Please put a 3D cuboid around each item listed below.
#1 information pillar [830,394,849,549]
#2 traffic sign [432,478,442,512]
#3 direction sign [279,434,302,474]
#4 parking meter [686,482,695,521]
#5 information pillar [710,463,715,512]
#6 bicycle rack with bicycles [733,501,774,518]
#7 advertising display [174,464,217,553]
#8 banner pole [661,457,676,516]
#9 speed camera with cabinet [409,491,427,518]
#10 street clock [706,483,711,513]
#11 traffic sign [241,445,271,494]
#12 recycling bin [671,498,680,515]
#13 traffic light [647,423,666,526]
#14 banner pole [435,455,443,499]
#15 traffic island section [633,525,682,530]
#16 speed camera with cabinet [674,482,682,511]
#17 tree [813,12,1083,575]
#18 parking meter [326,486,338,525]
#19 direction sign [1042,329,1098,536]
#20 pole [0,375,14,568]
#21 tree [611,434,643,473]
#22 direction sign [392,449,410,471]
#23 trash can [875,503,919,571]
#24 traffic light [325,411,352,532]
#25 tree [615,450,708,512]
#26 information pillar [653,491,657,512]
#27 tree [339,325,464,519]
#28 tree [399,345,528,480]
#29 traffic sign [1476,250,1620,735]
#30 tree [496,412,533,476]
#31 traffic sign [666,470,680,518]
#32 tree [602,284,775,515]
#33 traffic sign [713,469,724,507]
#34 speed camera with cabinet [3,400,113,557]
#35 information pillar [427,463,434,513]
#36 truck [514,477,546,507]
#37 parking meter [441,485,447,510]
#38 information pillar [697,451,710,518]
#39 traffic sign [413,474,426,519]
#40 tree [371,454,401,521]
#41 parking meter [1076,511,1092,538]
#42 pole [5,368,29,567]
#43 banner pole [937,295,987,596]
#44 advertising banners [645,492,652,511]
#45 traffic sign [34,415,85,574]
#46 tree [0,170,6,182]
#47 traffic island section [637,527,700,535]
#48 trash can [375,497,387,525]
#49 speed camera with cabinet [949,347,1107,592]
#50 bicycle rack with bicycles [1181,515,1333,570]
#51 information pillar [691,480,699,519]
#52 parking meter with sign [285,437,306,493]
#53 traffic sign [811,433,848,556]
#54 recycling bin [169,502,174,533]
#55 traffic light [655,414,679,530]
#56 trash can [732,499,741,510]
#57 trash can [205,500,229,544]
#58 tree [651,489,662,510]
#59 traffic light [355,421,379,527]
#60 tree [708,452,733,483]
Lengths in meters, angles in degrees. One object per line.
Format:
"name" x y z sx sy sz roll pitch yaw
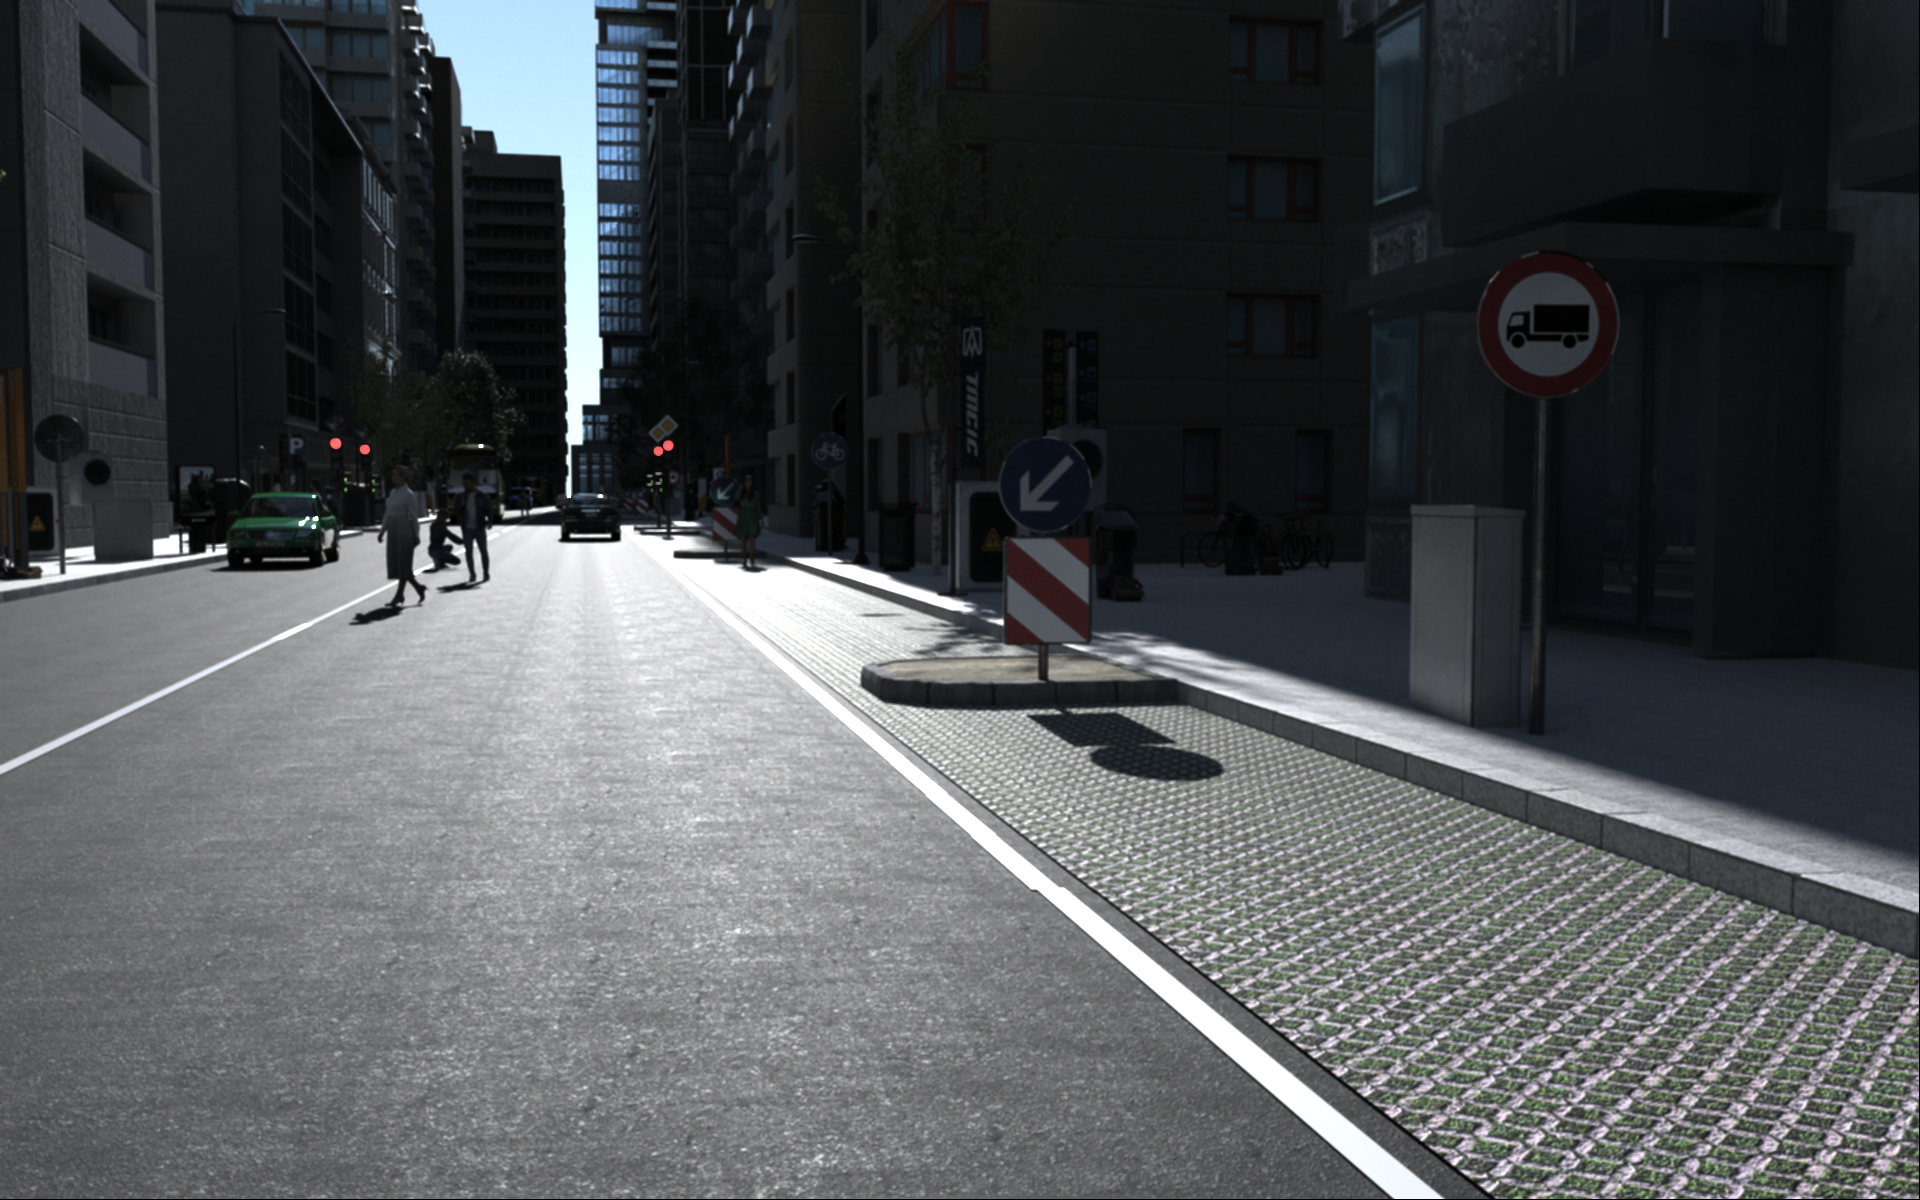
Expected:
"information pillar" -2.827 -2.997 40.348 0.183 3.616 0.504 3 4 36
"traffic sign" -32.456 -6.444 107.485 0.606 2.300 0.079 0 4 -4
"direction sign" -25.393 -4.511 65.757 0.876 3.537 0.379 0 4 3
"parking meter" -12.965 -4.743 83.264 0.399 1.863 0.255 -2 4 -23
"information pillar" -17.974 -8.191 125.274 0.504 3.616 0.183 -3 4 -36
"bicycle rack with bicycles" -10.865 -4.530 87.450 2.925 0.926 2.852 3 4 36
"advertising display" -16.664 -1.993 37.793 0.123 1.923 0.974 2 4 27
"banner pole" -17.059 -6.828 101.658 0.863 3.779 0.401 0 4 7
"speed camera with cabinet" -30.270 -6.140 94.723 2.038 3.252 0.660 -1 4 -9
"street clock" -17.039 -6.884 117.130 0.358 2.002 0.471 3 5 45
"traffic sign" -18.410 -2.765 45.314 0.768 2.556 0.104 0 4 -4
"recycling bin" -17.900 -5.826 107.806 0.722 1.027 0.722 2 4 28
"traffic light" -11.997 -4.885 68.787 0.839 4.253 0.868 -1 4 -12
"banner pole" -33.166 -7.357 110.302 0.401 3.779 0.863 1 4 23
"traffic island section" -11.956 -2.852 68.910 2.009 0.180 2.903 -1 4 -12
"speed camera with cabinet" -21.389 -8.381 131.363 0.660 3.252 2.038 0 4 -7
"tree" -0.320 -4.684 26.943 4.737 8.622 4.395 0 3 0
"parking meter" -20.925 -3.016 57.717 0.372 1.533 0.369 0 3 0
"direction sign" 1.532 -1.960 24.045 0.876 3.537 0.379 -2 4 -27
"pole" -16.406 -2.189 29.632 0.158 3.312 0.155 0 3 0
"tree" -40.081 -15.807 208.800 4.360 8.622 3.978 0 3 0
"direction sign" -28.028 -5.801 86.851 0.876 3.537 0.379 0 4 1
"trash can" -1.052 -1.055 28.906 0.748 1.137 0.748 0 3 0
"traffic light" -21.050 -4.264 58.630 0.839 4.253 0.868 -1 4 -12
"tree" -20.266 -8.136 116.734 4.285 4.588 4.351 0 3 0
"information pillar" -21.355 -7.960 121.498 0.183 3.616 0.504 3 4 37
"tree" -25.201 -7.690 76.095 4.737 8.622 4.395 0 3 0
"tree" -38.273 -13.247 133.598 9.611 12.733 9.660 0 3 0
"traffic sign" 3.080 -0.555 9.177 0.768 2.556 0.104 0 4 -4
"tree" -56.914 -17.712 215.353 9.928 11.665 9.643 0 3 0
"traffic sign" -15.116 -5.581 91.359 0.768 2.556 0.104 0 4 -3
"tree" -11.183 -8.761 77.649 7.601 10.594 8.767 0 4 1
"traffic sign" -9.457 -4.061 68.527 0.606 2.300 0.079 0 4 -8
"speed camera with cabinet" -18.688 -2.541 35.873 0.660 3.252 2.038 3 4 38
"information pillar" -36.437 -7.823 119.267 0.504 3.616 0.183 -2 4 -27
"truck" -48.046 -12.125 194.160 3.469 3.379 9.791 -1 4 -12
"parking meter" -32.359 -6.294 108.621 0.255 1.863 0.399 1 4 14
"information pillar" -13.977 -6.262 93.745 0.504 3.616 0.183 1 4 18
"traffic sign" -28.073 -5.374 89.996 0.606 2.300 0.079 -1 4 -12
"tree" -27.287 -5.375 82.486 1.663 3.219 1.824 0 3 0
"parking meter" 2.110 -1.453 29.465 0.255 1.863 0.399 0 4 4
"pole" -15.324 -2.100 28.182 0.158 3.312 0.155 0 3 0
"banner pole" 0.054 -1.936 21.667 0.401 3.779 0.863 -3 5 -39
"advertising banners" -24.112 -8.481 134.849 0.090 3.025 2.074 -2 4 -34
"traffic sign" -14.420 -1.691 27.762 0.768 2.556 0.104 0 4 -8
"tree" -13.153 -4.266 20.118 4.360 8.622 3.978 0 3 0
"traffic island section" -10.253 -2.375 61.108 2.009 0.180 2.903 -1 4 -12
"trash can" -24.460 -3.740 72.799 0.748 1.137 0.748 0 3 0
"speed camera with cabinet" 0.905 -1.758 23.085 2.038 3.252 0.660 -1 4 -15
"bicycle rack with bicycles" 5.296 -1.013 29.946 2.925 0.926 2.852 -2 4 -29
"information pillar" -13.400 -5.083 87.606 0.304 2.012 0.304 -2 4 -25
"parking meter with sign" -20.637 -3.513 53.699 0.543 3.016 1.738 -2 4 -26
"traffic sign" -2.701 -2.197 36.029 0.768 2.556 0.104 0 4 -5
"recycling bin" -26.320 -2.707 56.806 0.722 1.027 0.722 0 4 3
"traffic light" -10.294 -4.408 60.985 0.839 4.253 0.868 -1 4 -12
"trash can" -10.064 -4.107 78.797 0.748 1.137 0.748 0 3 0
"trash can" -19.211 -2.018 44.645 0.748 1.137 0.748 0 3 0
"tree" -24.108 -8.805 138.560 1.663 3.219 1.824 0 3 0
"traffic light" -22.753 -4.741 66.432 0.839 4.253 0.868 -1 4 -12
"tree" -18.455 -8.816 127.856 4.285 4.588 4.351 0 3 0
